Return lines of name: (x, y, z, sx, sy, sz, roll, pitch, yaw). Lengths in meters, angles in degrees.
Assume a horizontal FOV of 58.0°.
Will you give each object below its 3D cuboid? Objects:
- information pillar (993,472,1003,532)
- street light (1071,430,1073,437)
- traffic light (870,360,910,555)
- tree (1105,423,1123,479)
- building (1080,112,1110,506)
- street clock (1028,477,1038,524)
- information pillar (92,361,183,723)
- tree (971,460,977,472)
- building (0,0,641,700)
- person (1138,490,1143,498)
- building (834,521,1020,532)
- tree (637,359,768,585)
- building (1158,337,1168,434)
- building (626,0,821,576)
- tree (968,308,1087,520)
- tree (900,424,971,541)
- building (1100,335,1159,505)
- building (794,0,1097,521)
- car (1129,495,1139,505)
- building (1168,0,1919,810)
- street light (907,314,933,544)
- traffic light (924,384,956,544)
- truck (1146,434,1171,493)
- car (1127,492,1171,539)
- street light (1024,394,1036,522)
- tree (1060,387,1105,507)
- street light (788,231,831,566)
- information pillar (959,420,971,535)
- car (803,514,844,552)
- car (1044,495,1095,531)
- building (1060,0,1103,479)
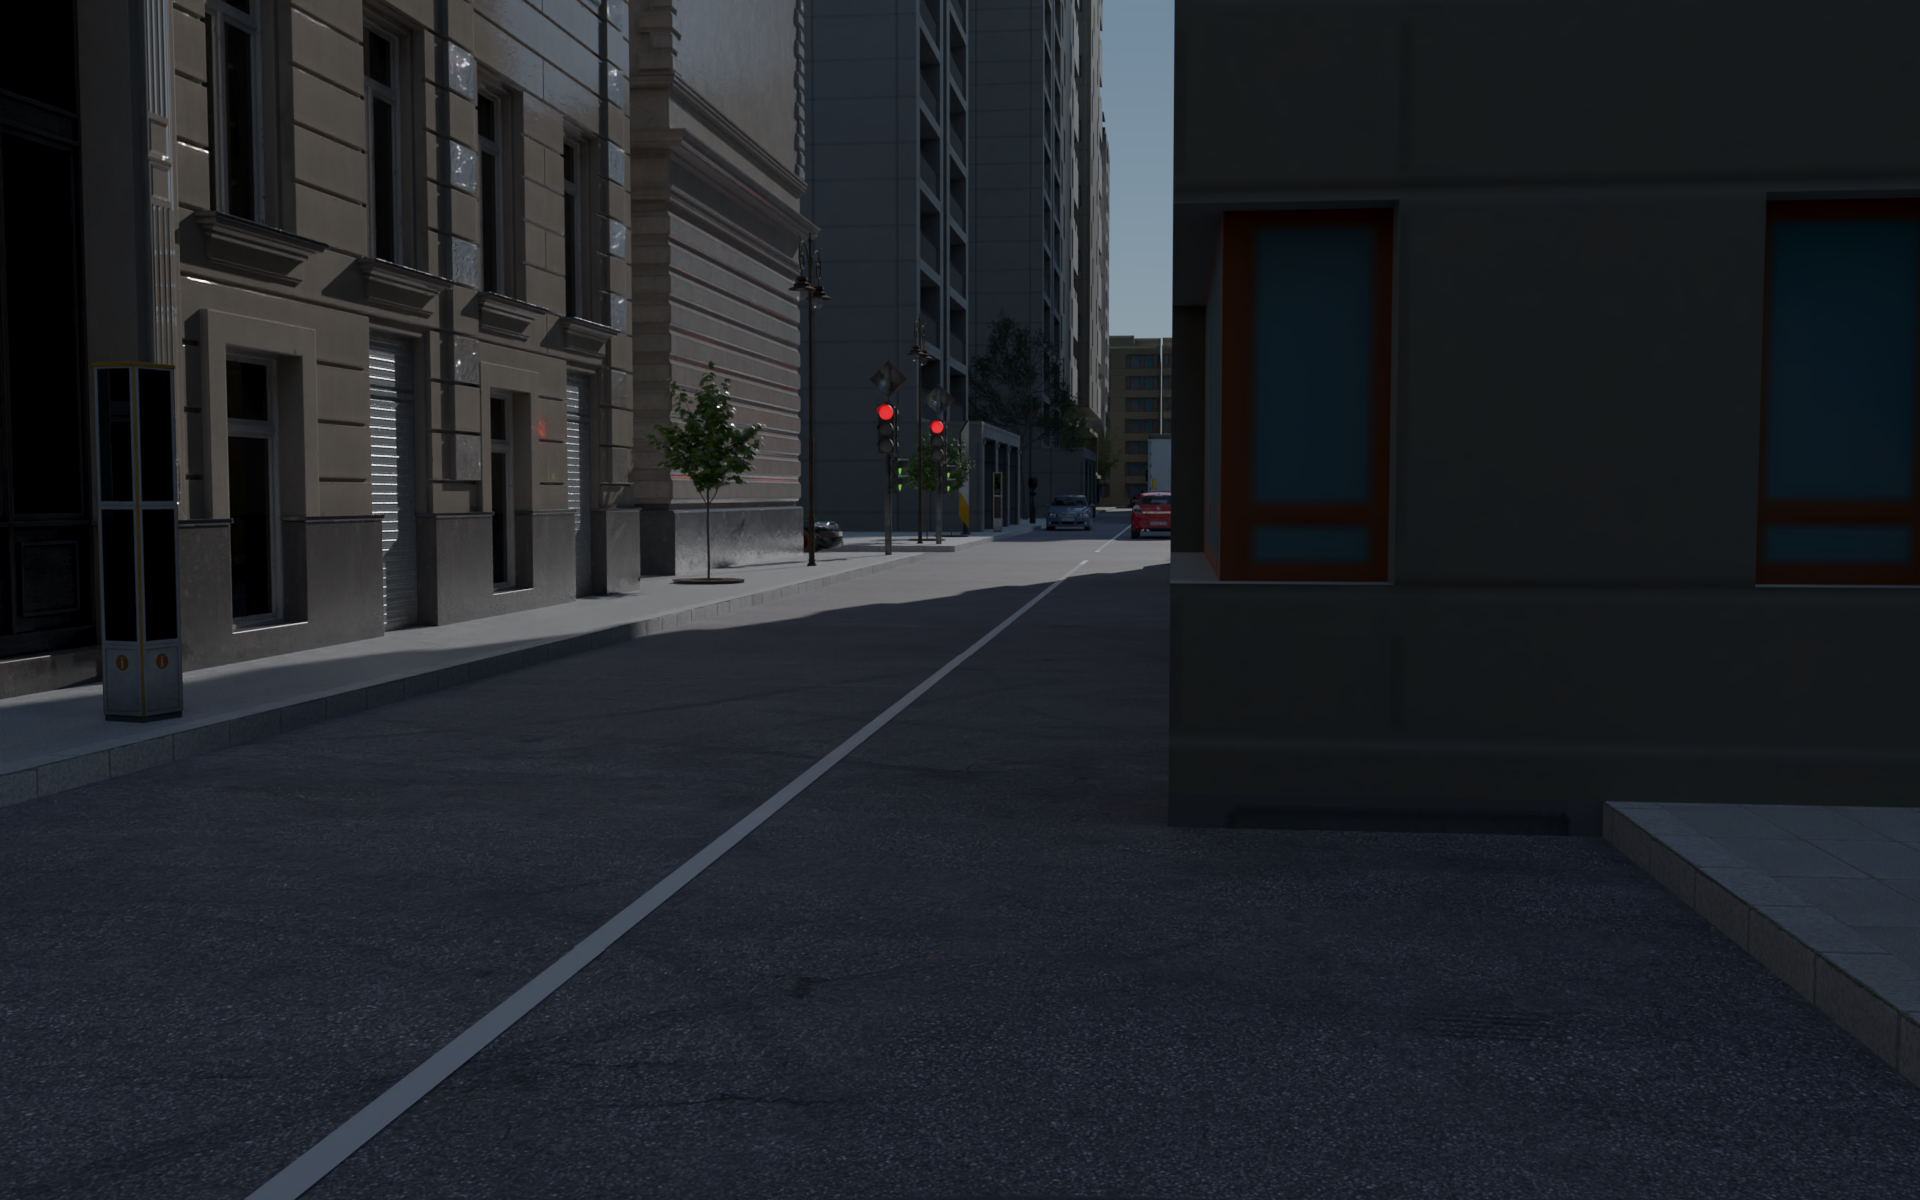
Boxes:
information pillar: (1.277, -3.295, 58.367, 0.304, 2.012, 0.304, 0, 4, 6)
street light: (7.369, -8.576, 113.009, 0.468, 5.910, 1.993, 0, 4, 7)
traffic light: (-1.491, -2.902, 36.362, 0.839, 4.253, 0.868, 0, 4, 7)
tree: (14.609, -13.868, 177.111, 4.737, 8.622, 4.395, 0, 3, 0)
building: (9.142, -30.856, 188.090, 14.086, 41.232, 14.154, 0, 4, 7)
street clock: (3.154, -4.312, 75.070, 0.358, 2.002, 0.471, -2, 4, -26)
information pillar: (-4.653, -0.326, 9.815, 0.304, 2.012, 0.304, 1, 4, 20)
tree: (-0.391, -3.492, 51.689, 1.663, 3.219, 1.824, 0, 3, 0)
building: (-11.333, -13.073, 11.007, 12.463, 27.353, 25.104, 0, 4, 7)
person: (18.691, -10.366, 177.612, 0.705, 1.869, 1.348, -3, 5, -45)
building: (-8.147, -38.495, 67.638, 20.563, 71.187, 20.611, 0, 4, 7)
tree: (-3.507, -1.853, 24.894, 1.663, 3.219, 1.824, 0, 3, 0)
building: (39.410, -22.515, 213.160, 28.899, 21.520, 27.650, 0, 4, 7)
building: (-13.058, -12.442, 32.297, 19.941, 23.489, 11.050, 0, 4, 7)
tree: (2.951, -9.339, 87.112, 7.601, 10.594, 8.767, 1, 4, 11)
tree: (-0.784, -3.246, 47.677, 1.663, 3.219, 1.824, 0, 3, 0)
building: (10.592, -22.764, 217.227, 28.899, 21.520, 27.650, 0, 4, 7)
building: (-2.363, -40.502, 100.465, 20.563, 71.187, 20.611, 0, 4, 7)
car: (19.536, -10.864, 190.210, 1.945, 1.354, 3.894, 0, 4, 6)
building: (16.363, -10.667, 19.443, 27.650, 21.520, 28.899, 0, 4, 7)
street light: (-1.031, -4.392, 44.596, 0.468, 5.910, 1.993, 0, 4, 7)
traffic light: (-0.527, -3.386, 44.289, 0.839, 4.253, 0.868, 0, 4, 7)
truck: (10.675, -5.976, 86.614, 2.839, 4.237, 11.283, 0, 4, 7)
car: (6.548, -2.925, 56.861, 2.155, 1.783, 4.494, 0, 4, 7)
street light: (3.224, -6.490, 78.897, 0.468, 5.910, 1.993, 0, 4, 7)
tree: (7.191, -10.151, 116.327, 4.737, 8.622, 4.395, 0, 3, 0)
street light: (-2.645, -3.544, 30.740, 0.468, 5.910, 1.993, 0, 4, 7)
information pillar: (0.134, -3.876, 54.724, 0.183, 3.616, 0.504, 2, 4, 31)
car: (-4.898, -1.938, 41.473, 4.222, 1.686, 2.009, 0, 4, 7)
car: (4.380, -3.494, 69.126, 2.014, 1.417, 4.499, 0, 4, 6)
building: (-0.708, -34.955, 160.754, 28.713, 52.752, 27.495, 0, 4, 7)
